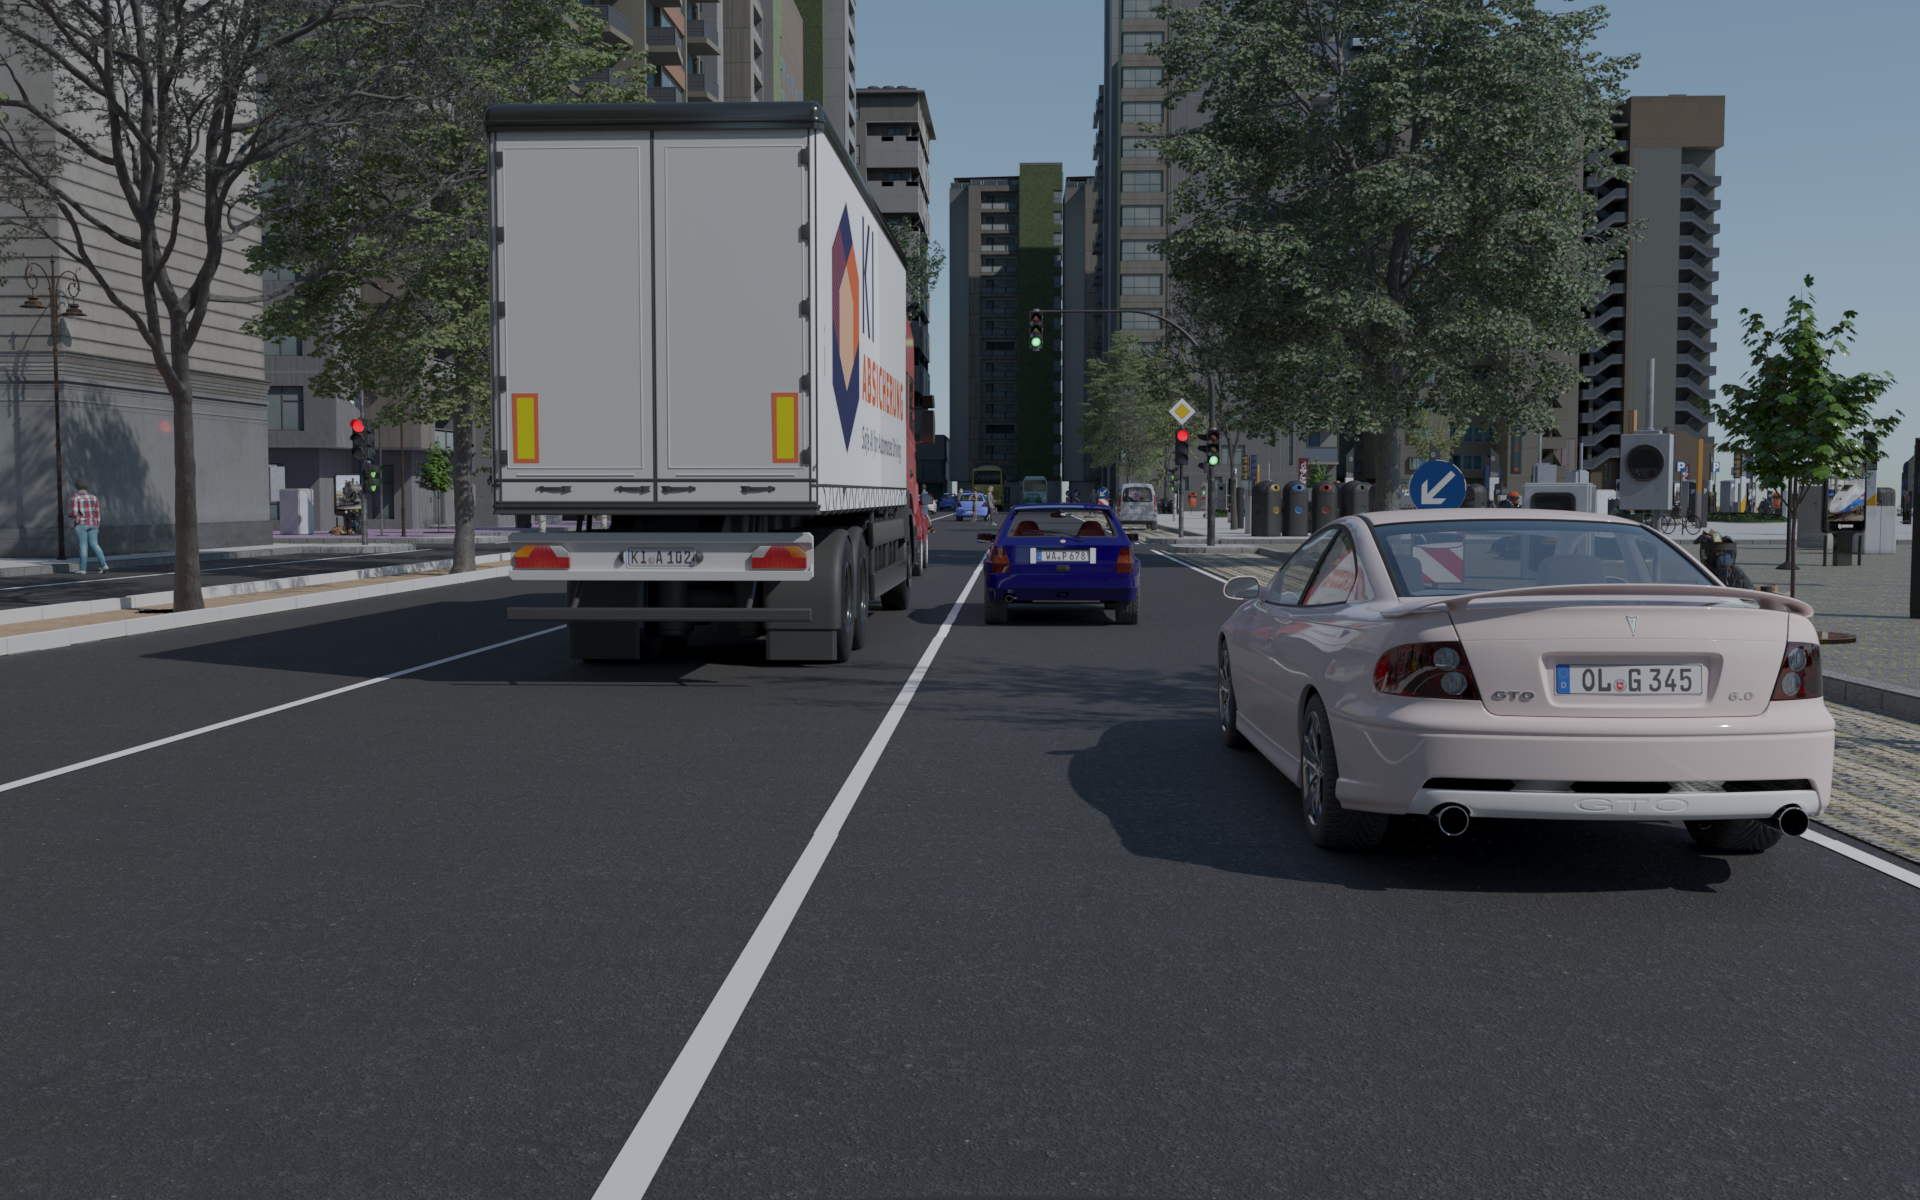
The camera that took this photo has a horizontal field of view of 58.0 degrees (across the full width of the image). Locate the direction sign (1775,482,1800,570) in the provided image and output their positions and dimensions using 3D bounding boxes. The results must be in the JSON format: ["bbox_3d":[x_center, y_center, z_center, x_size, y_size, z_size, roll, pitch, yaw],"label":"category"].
[{"bbox_3d":[14.085,-2.285,29.364,0.876,3.537,0.379,1,4,21],"label":"direction sign"}]

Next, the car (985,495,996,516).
[{"bbox_3d":[1.335,-6.334,115.920,2.083,1.381,4.827,0,4,2],"label":"car"}]

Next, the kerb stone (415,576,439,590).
[{"bbox_3d":[-8.143,-0.243,26.168,0.120,0.150,1.000,0,4,2],"label":"kerb stone"}]

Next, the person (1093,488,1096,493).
[{"bbox_3d":[12.261,-9.328,158.538,0.705,1.826,1.348,-1,4,-16],"label":"person"}]

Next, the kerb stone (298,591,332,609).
[{"bbox_3d":[-8.291,0.008,22.060,0.120,0.150,1.000,0,4,2],"label":"kerb stone"}]

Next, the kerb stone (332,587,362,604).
[{"bbox_3d":[-8.256,-0.054,23.081,0.120,0.150,1.000,0,4,2],"label":"kerb stone"}]

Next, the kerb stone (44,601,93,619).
[{"bbox_3d":[-10.458,0.123,20.181,0.120,0.150,1.000,0,4,2],"label":"kerb stone"}]

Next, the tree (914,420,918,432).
[{"bbox_3d":[-6.503,-9.848,97.887,8.767,10.594,7.601,0,4,2],"label":"tree"}]

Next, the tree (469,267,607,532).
[{"bbox_3d":[-8.729,-5.100,36.202,4.360,8.622,3.978,0,3,0],"label":"tree"}]

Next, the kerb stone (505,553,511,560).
[{"bbox_3d":[-9.832,-0.943,37.609,0.120,0.150,1.000,0,4,2],"label":"kerb stone"}]

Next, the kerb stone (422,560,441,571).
[{"bbox_3d":[-10.017,-0.627,32.489,0.120,0.150,1.000,0,4,2],"label":"kerb stone"}]

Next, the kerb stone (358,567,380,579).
[{"bbox_3d":[-10.138,-0.439,29.407,0.120,0.150,1.000,0,4,2],"label":"kerb stone"}]

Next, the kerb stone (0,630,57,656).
[{"bbox_3d":[-8.511,0.386,15.914,0.120,0.150,1.000,0,4,2],"label":"kerb stone"}]

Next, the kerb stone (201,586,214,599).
[{"bbox_3d":[-10.348,-0.065,23.258,0.120,0.150,1.000,0,4,2],"label":"kerb stone"}]

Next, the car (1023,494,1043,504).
[{"bbox_3d":[6.967,-9.601,165.770,1.959,1.807,4.718,0,4,4],"label":"car"}]

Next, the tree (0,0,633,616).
[{"bbox_3d":[-9.224,-6.568,20.220,12.009,13.543,11.850,0,3,0],"label":"tree"}]

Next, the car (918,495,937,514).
[{"bbox_3d":[-2.656,-6.807,123.658,2.083,1.381,4.827,0,4,1],"label":"car"}]

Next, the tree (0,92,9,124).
[{"bbox_3d":[-9.463,-5.479,10.165,7.486,12.596,7.792,0,3,0],"label":"tree"}]

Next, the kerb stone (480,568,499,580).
[{"bbox_3d":[-8.041,-0.427,29.232,0.120,0.150,1.000,0,4,2],"label":"kerb stone"}]

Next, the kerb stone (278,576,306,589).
[{"bbox_3d":[-10.241,-0.253,26.328,0.120,0.150,1.000,0,4,2],"label":"kerb stone"}]

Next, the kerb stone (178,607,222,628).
[{"bbox_3d":[-8.407,0.197,18.980,0.120,0.150,1.000,0,4,2],"label":"kerb stone"}]

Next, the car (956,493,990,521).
[{"bbox_3d":[0.707,-5.058,92.283,1.945,1.707,3.694,0,4,3],"label":"car"}]

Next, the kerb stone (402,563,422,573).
[{"bbox_3d":[-10.058,-0.564,31.464,0.120,0.150,1.000,0,4,2],"label":"kerb stone"}]

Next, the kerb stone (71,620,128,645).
[{"bbox_3d":[-8.482,0.323,16.937,0.120,0.150,1.000,0,4,2],"label":"kerb stone"}]

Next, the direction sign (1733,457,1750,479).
[{"bbox_3d":[39.394,-5.829,87.309,0.876,3.537,0.379,0,4,-4],"label":"direction sign"}]

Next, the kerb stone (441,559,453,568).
[{"bbox_3d":[-9.983,-0.692,33.511,0.120,0.150,1.000,0,4,2],"label":"kerb stone"}]

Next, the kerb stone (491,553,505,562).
[{"bbox_3d":[-9.867,-0.880,36.584,0.120,0.150,1.000,0,4,2],"label":"kerb stone"}]

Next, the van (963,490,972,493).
[{"bbox_3d":[1.029,-11.624,197.056,2.013,2.044,4.112,0,4,2],"label":"van"}]

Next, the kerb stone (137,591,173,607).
[{"bbox_3d":[-10.388,-0.002,22.236,0.120,0.150,1.000,0,4,2],"label":"kerb stone"}]

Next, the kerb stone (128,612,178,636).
[{"bbox_3d":[-8.437,0.259,17.958,0.120,0.150,1.000,0,4,2],"label":"kerb stone"}]

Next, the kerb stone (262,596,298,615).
[{"bbox_3d":[-8.337,0.073,21.024,0.120,0.150,1.000,0,4,2],"label":"kerb stone"}]

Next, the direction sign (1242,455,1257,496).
[{"bbox_3d":[16.640,-6.586,99.675,0.876,3.537,0.379,-1,4,-12],"label":"direction sign"}]

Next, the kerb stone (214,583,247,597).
[{"bbox_3d":[-10.317,-0.127,24.279,0.120,0.150,1.000,0,4,2],"label":"kerb stone"}]

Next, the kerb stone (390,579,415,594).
[{"bbox_3d":[-8.183,-0.180,25.141,0.120,0.150,1.000,0,4,2],"label":"kerb stone"}]

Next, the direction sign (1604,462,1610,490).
[{"bbox_3d":[46.178,-8.055,123.690,0.379,3.537,0.876,0,4,-6],"label":"direction sign"}]

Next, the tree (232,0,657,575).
[{"bbox_3d":[-8.687,-6.696,30.065,7.486,12.596,7.792,0,3,0],"label":"tree"}]

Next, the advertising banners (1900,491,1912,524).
[{"bbox_3d":[40.304,-4.672,72.575,0.090,3.025,2.074,-1,4,-16],"label":"advertising banners"}]

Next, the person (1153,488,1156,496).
[{"bbox_3d":[14.166,-7.403,127.905,0.721,1.723,1.217,2,4,29],"label":"person"}]

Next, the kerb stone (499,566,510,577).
[{"bbox_3d":[-7.994,-0.493,30.253,0.120,0.150,1.000,0,4,2],"label":"kerb stone"}]

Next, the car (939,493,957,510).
[{"bbox_3d":[-0.948,-8.892,154.980,1.945,1.707,3.694,0,4,1],"label":"car"}]

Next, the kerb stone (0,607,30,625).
[{"bbox_3d":[-10.501,0.186,19.159,0.120,0.150,1.000,0,4,2],"label":"kerb stone"}]

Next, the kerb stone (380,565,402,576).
[{"bbox_3d":[-10.091,-0.502,30.437,0.120,0.150,1.000,0,4,2],"label":"kerb stone"}]

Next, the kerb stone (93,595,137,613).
[{"bbox_3d":[-10.424,0.067,21.206,0.120,0.150,1.000,0,4,2],"label":"kerb stone"}]

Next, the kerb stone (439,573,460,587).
[{"bbox_3d":[-8.107,-0.301,27.189,0.120,0.150,1.000,0,4,2],"label":"kerb stone"}]

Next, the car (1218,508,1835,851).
[{"bbox_3d":[2.381,0.245,8.353,2.083,1.381,4.827,0,4,1],"label":"car"}]

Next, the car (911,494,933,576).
[{"bbox_3d":[-1.646,-1.415,31.813,2.281,1.827,5.304,0,4,1],"label":"car"}]

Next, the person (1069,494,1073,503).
[{"bbox_3d":[11.144,-9.905,173.669,0.991,1.433,0.599,-1,4,-15],"label":"person"}]

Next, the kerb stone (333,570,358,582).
[{"bbox_3d":[-10.163,-0.373,28.379,0.120,0.150,1.000,0,4,2],"label":"kerb stone"}]

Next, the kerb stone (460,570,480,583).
[{"bbox_3d":[-8.071,-0.365,28.211,0.120,0.150,1.000,0,4,2],"label":"kerb stone"}]

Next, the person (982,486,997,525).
[{"bbox_3d":[1.382,-4.354,79.870,0.728,1.800,0.709,1,4,15],"label":"person"}]

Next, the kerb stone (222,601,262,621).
[{"bbox_3d":[-8.370,0.139,20.003,0.120,0.150,1.000,0,4,2],"label":"kerb stone"}]

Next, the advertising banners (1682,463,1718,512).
[{"bbox_3d":[41.916,-6.242,98.237,2.074,3.025,0.090,1,4,10],"label":"advertising banners"}]

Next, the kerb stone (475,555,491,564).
[{"bbox_3d":[-9.904,-0.818,35.563,0.120,0.150,1.000,0,4,2],"label":"kerb stone"}]

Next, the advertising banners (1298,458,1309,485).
[{"bbox_3d":[15.937,-5.390,84.317,2.074,3.025,0.090,1,4,11],"label":"advertising banners"}]

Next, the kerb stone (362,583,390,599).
[{"bbox_3d":[-8.221,-0.117,24.112,0.120,0.150,1.000,0,4,2],"label":"kerb stone"}]

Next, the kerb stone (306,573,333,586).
[{"bbox_3d":[-10.205,-0.313,27.356,0.120,0.150,1.000,0,4,2],"label":"kerb stone"}]

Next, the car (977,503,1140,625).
[{"bbox_3d":[1.160,-0.477,20.388,1.945,1.354,3.894,0,4,2],"label":"car"}]

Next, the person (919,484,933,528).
[{"bbox_3d":[-1.409,-3.727,69.452,0.654,1.822,0.581,3,5,40],"label":"person"}]

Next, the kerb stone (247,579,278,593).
[{"bbox_3d":[-10.273,-0.190,25.301,0.120,0.150,1.000,0,4,2],"label":"kerb stone"}]

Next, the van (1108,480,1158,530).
[{"bbox_3d":[7.000,-3.827,69.576,2.013,2.044,4.112,0,4,2],"label":"van"}]
